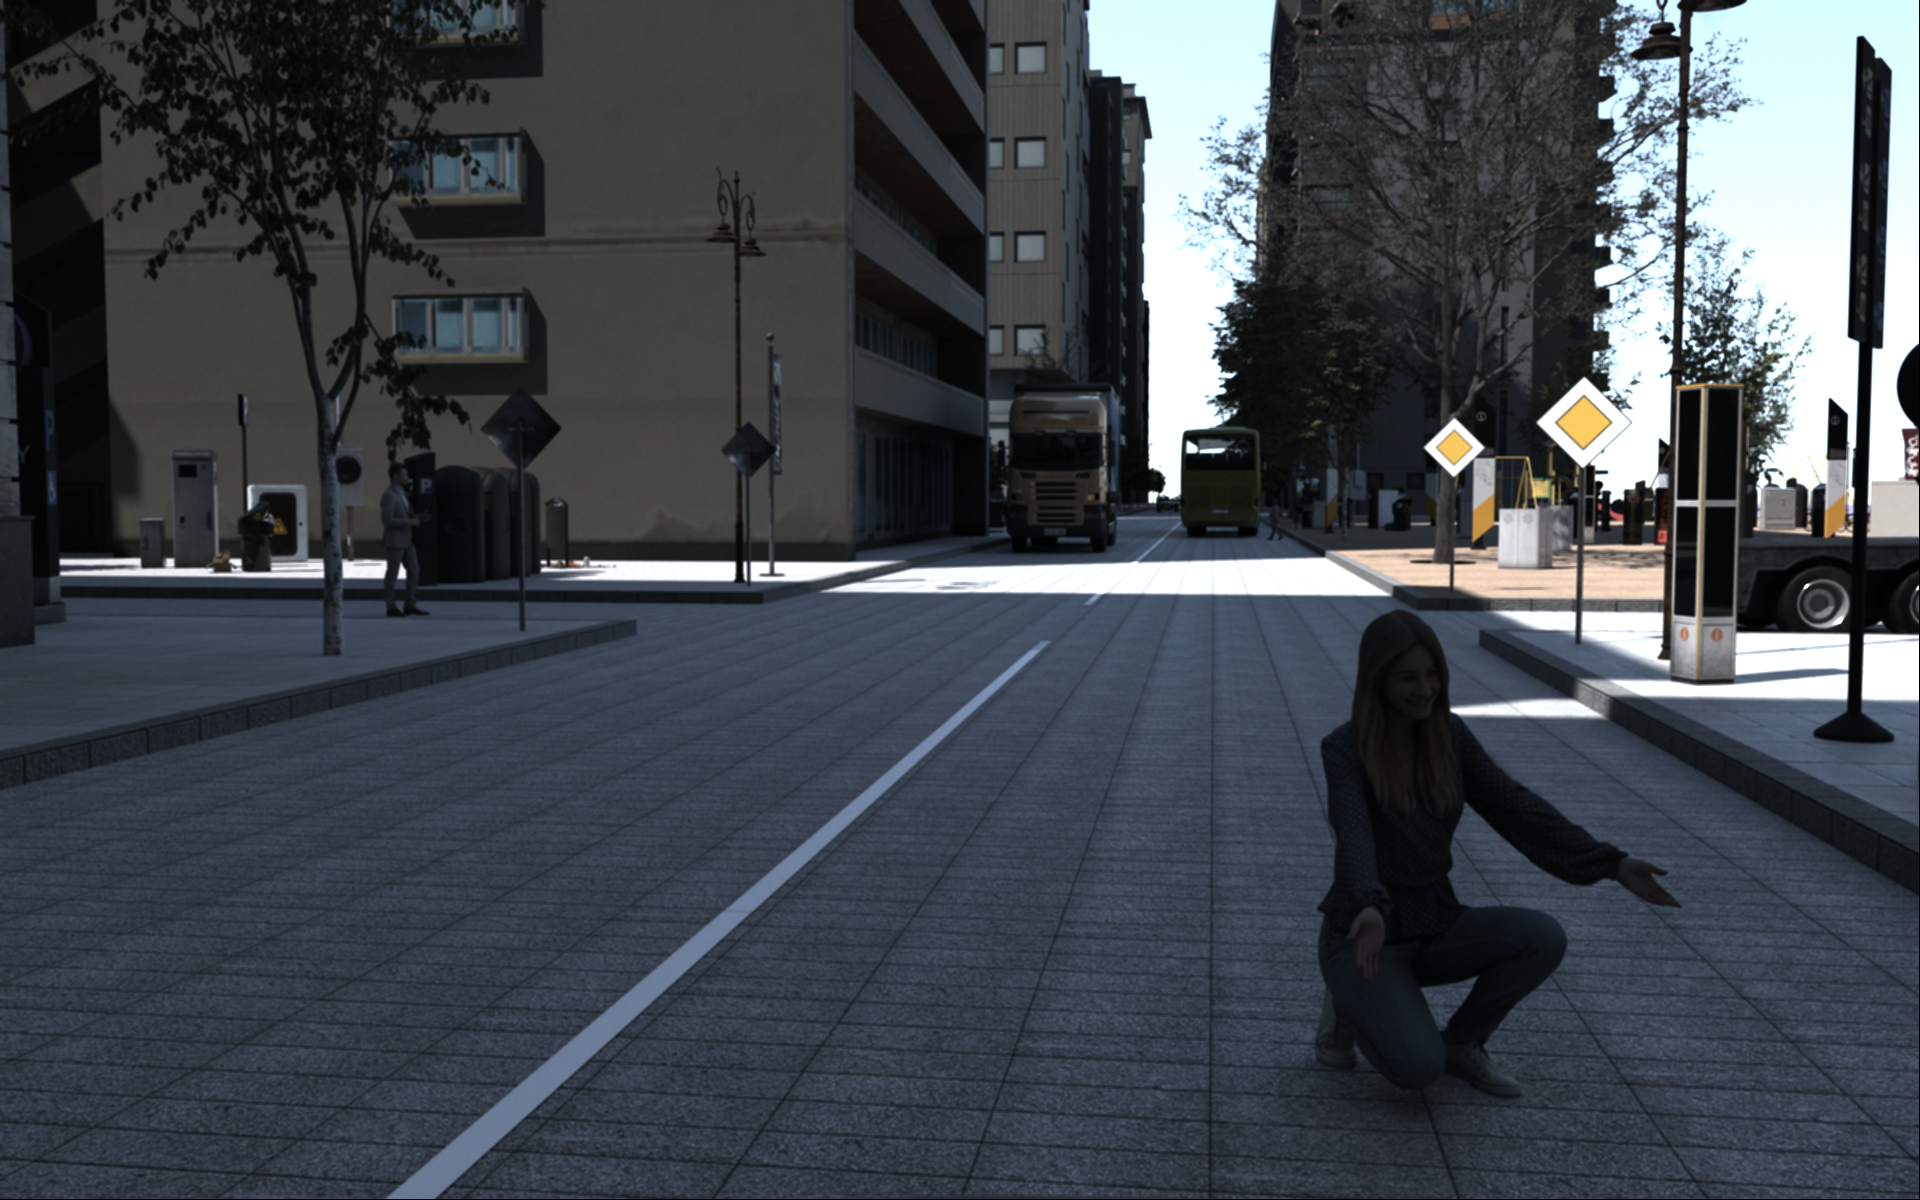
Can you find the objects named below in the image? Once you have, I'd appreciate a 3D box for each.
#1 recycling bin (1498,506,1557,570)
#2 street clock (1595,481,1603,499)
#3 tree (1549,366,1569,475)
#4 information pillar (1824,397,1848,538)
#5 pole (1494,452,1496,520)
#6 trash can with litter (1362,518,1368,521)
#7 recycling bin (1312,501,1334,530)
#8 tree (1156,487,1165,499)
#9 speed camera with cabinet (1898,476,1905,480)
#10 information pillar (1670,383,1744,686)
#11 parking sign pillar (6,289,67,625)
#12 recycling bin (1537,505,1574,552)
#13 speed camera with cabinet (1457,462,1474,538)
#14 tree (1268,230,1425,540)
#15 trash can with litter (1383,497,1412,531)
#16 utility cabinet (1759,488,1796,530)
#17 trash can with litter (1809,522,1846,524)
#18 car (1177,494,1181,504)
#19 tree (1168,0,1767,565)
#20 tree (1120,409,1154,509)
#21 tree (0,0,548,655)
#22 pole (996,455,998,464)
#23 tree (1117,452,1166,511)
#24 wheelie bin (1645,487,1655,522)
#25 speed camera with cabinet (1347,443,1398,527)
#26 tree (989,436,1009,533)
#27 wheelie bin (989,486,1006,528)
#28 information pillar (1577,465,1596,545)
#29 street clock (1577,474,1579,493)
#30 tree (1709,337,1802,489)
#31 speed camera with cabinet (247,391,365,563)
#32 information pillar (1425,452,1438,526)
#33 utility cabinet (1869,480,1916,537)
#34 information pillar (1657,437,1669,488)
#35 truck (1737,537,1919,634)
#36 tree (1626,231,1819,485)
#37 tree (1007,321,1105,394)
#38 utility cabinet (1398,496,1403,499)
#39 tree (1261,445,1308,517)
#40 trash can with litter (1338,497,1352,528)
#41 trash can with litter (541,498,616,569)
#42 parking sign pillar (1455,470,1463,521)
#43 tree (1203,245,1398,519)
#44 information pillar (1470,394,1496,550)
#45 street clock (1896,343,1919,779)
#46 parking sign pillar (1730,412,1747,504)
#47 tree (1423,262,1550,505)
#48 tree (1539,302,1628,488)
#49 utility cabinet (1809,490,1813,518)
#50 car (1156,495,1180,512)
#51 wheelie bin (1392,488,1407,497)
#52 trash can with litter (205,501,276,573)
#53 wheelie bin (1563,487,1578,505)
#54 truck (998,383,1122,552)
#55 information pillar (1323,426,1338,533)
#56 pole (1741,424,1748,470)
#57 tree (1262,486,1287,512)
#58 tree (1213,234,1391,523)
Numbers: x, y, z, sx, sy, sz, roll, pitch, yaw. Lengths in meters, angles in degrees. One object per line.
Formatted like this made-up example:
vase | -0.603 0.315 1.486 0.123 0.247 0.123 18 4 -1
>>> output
recycling bin | 9.751 -1.058 29.846 0.722 1.027 0.722 3 4 38
street clock | 34.340 -5.421 93.209 0.471 2.002 0.358 0 4 1
tree | 31.359 -8.729 93.073 4.360 8.622 3.978 0 3 0
information pillar | 21.262 -3.100 42.044 0.504 3.616 0.183 0 4 -4
pole | 26.169 -5.571 84.931 0.158 3.312 0.155 0 3 0
trash can with litter | 20.082 -4.405 83.072 2.233 1.210 1.678 -2 4 -25
recycling bin | 13.077 -3.051 62.430 0.722 1.027 0.722 0 4 7
tree | 28.477 -15.514 248.261 1.663 3.219 1.824 0 3 0
speed camera with cabinet | 47.745 -5.666 86.973 2.038 3.252 0.660 -3 5 -43
information pillar | 5.043 -0.441 11.709 0.304 2.012 0.304 -1 4 -13
parking sign pillar | -9.692 -1.751 17.097 1.447 3.967 1.447 -1 4 -14
recycling bin | 13.218 -1.586 38.484 0.722 1.027 0.722 2 4 24
speed camera with cabinet | 14.772 -3.409 50.077 0.660 3.252 2.038 1 4 11
tree | 10.751 -5.988 48.265 4.360 8.622 3.978 0 3 0
trash can with litter | 15.169 -2.997 60.383 0.624 1.170 1.055 -2 4 -26
utility cabinet | 28.919 -3.214 61.230 1.173 1.500 0.318 0 4 -8
trash can with litter | 36.700 -3.783 72.910 2.233 1.210 1.678 -1 4 -11
car | 27.681 -12.553 215.469 2.015 1.641 3.980 0 4 8
tree | 9.074 -7.413 31.574 12.009 13.543 11.850 0 3 0
tree | 14.870 -12.221 150.172 4.360 8.622 3.978 0 3 0
tree | -5.071 -3.852 13.344 4.360 8.622 3.978 0 3 0
pole | 1.808 -5.469 83.263 0.158 3.312 0.155 0 3 0
tree | 12.674 -9.188 133.936 4.285 4.588 4.351 0 3 0
wheelie bin | 31.701 -4.422 80.206 0.980 1.594 0.693 0 4 -1
speed camera with cabinet | 16.063 -4.483 67.635 2.038 3.252 0.660 -1 4 -14
tree | 1.047 -3.864 57.781 1.663 3.219 1.824 0 3 0
wheelie bin | 1.262 -3.562 66.143 0.980 1.594 0.693 -1 4 -21
information pillar | 15.698 -2.380 43.398 0.304 2.012 0.304 -1 4 -9
street clock | 22.133 -3.491 61.652 0.358 2.002 0.471 0 4 4
tree | 37.378 -8.052 82.017 4.360 8.622 3.978 0 3 0
speed camera with cabinet | -12.361 -2.348 32.727 2.038 3.252 0.660 -2 4 -32
information pillar | 18.895 -4.768 69.307 0.504 3.616 0.183 3 4 38
utility cabinet | 15.085 -1.148 27.445 0.318 1.500 1.173 -2 4 -35
information pillar | 28.731 -4.855 70.740 0.504 3.616 0.183 2 4 26
truck | 16.830 -1.631 16.419 18.799 4.110 2.967 0 4 8
tree | 21.338 -5.992 48.329 4.737 8.622 4.395 0 3 0
tree | 4.235 -7.594 74.519 4.360 8.622 3.978 0 3 0
utility cabinet | 20.278 -4.251 80.671 0.306 1.237 1.020 3 5 39
tree | 18.136 -6.998 98.129 4.285 4.588 4.351 0 3 0
trash can with litter | 14.643 -3.347 66.105 0.624 1.170 1.055 1 4 13
trash can with litter | -7.251 -1.187 30.464 2.233 1.210 1.678 3 4 38
parking sign pillar | 24.308 -5.875 84.531 1.447 3.967 1.447 0 4 -4
tree | 17.405 -11.179 89.435 9.857 13.997 8.962 0 3 0
information pillar | 12.052 -2.967 39.863 0.504 3.616 0.183 0 4 7
street clock | 4.401 -0.188 7.642 0.471 2.002 0.358 0 4 6
parking sign pillar | 23.513 -3.976 53.473 1.447 3.967 1.447 1 4 11
tree | 15.466 -6.368 54.472 4.360 8.622 3.978 0 3 0
tree | 24.324 -7.155 67.351 4.737 8.622 4.395 0 3 0
utility cabinet | 45.453 -5.073 91.627 1.173 1.500 0.318 -2 4 -31
car | 16.693 -7.728 138.935 1.945 1.354 3.894 1 4 9
wheelie bin | 21.563 -4.730 85.248 0.693 1.594 0.980 -3 5 -45
trash can with litter | -11.796 -1.040 28.394 1.055 1.170 0.624 -2 4 -29
wheelie bin | 27.231 -4.225 76.981 0.693 1.594 0.980 -3 4 -38
truck | 2.884 -3.503 46.196 2.839 4.237 11.283 0 4 7
information pillar | 12.225 -4.014 56.980 0.504 3.616 0.183 -2 4 -33
pole | 22.930 -3.476 50.671 0.158 3.312 0.155 0 3 0
tree | 22.747 -7.940 124.413 1.663 3.219 1.824 0 3 0
tree | 14.961 -9.676 76.335 7.486 12.596 7.792 0 3 0
